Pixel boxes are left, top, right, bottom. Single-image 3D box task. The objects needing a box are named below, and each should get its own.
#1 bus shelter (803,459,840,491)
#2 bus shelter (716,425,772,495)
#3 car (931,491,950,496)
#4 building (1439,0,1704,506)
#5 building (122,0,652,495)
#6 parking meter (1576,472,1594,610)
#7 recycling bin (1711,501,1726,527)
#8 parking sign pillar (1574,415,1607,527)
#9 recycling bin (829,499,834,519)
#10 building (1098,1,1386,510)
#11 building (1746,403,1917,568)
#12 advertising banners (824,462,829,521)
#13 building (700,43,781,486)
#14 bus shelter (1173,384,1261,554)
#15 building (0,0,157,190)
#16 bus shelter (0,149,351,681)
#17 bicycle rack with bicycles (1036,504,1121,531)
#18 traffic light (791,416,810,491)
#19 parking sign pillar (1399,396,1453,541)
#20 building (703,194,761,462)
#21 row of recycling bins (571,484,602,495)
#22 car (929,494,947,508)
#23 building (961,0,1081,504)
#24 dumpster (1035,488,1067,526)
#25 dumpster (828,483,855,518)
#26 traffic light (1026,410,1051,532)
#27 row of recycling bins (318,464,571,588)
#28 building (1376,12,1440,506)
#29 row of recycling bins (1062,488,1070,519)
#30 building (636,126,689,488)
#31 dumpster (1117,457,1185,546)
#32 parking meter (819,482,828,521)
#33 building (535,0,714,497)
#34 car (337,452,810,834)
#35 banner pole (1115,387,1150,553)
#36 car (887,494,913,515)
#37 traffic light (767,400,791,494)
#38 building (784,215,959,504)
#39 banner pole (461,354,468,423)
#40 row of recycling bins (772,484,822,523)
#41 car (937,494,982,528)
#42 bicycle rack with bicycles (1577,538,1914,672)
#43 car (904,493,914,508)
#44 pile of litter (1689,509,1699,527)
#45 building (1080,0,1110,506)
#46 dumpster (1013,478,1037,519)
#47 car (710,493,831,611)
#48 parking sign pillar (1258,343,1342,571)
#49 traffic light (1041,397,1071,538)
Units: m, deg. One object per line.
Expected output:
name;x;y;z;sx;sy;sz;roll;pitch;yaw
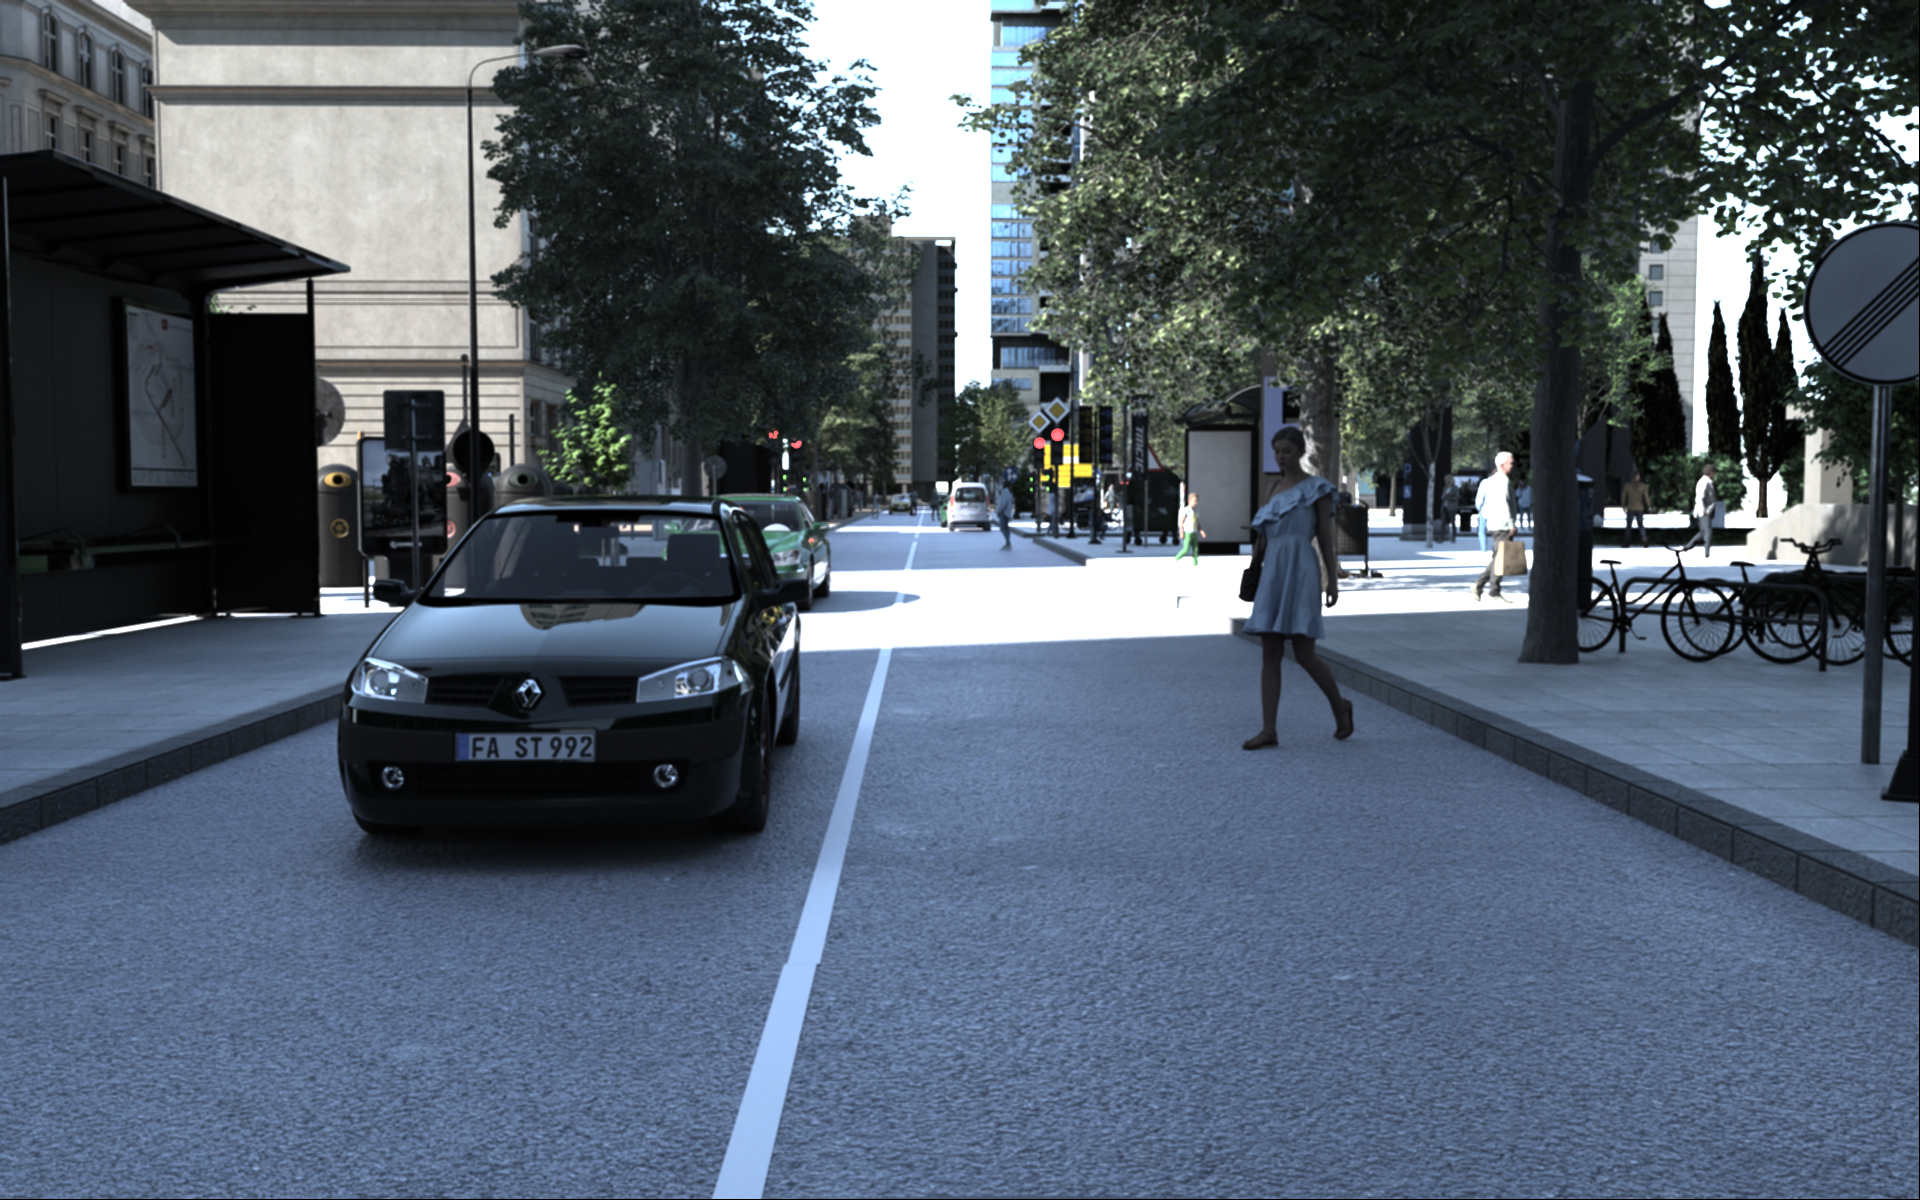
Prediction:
bus shelter;-8.163;-6.582;101.534;2.014;3.302;5.546;0;4;-1
bus shelter;-7.519;-4.329;62.065;1.731;3.624;6.357;0;4;-1
car;-2.274;-12.132;207.038;2.281;1.827;5.304;0;4;-2
building;65.860;-45.868;188.198;20.611;71.187;20.563;0;4;-1
building;-25.074;-15.304;83.497;16.112;22.955;30.059;0;4;-1
parking meter;6.851;-0.665;19.279;0.372;1.533;0.369;0;3;0
recycling bin;26.621;-2.981;61.287;0.722;1.027;0.722;1;4;9
parking sign pillar;21.287;-4.292;58.640;1.447;3.967;1.447;-2;4;-35
recycling bin;-6.908;-4.669;88.891;0.722;1.027;0.722;1;4;13
building;24.212;-32.702;154.293;23.786;49.044;30.456;0;4;-1
building;31.963;-20.484;26.789;32.217;40.220;23.993;0;4;-1
advertising banners;-6.266;-5.203;81.257;0.090;3.025;2.074;0;4;1
building;-34.651;-34.558;184.624;30.456;49.044;23.786;0;4;-1
bus shelter;5.611;-2.474;34.377;2.014;3.302;5.546;0;4;-1
building;-59.434;-18.298;75.593;44.131;29.872;17.030;0;4;-1
bus shelter;-7.094;-1.446;14.919;1.731;3.624;6.357;0;4;-1
bicycle rack with bicycles;4.517;-2.933;61.342;2.925;0.926;2.852;3;5;42
traffic light;-5.432;-4.215;57.844;0.839;4.253;0.868;0;4;-1
parking sign pillar;12.879;-3.625;47.743;1.447;3.967;1.447;-1;4;-21
building;-25.950;-23.761;160.198;14.160;30.474;14.107;0;4;-1
row of recycling bins;-13.799;-3.136;58.379;3.534;1.692;1.069;0;4;3
car;-2.065;-10.005;175.371;2.131;1.459;4.920;0;4;-3
building;15.605;-56.525;236.855;31.000;86.520;22.319;0;4;-1
dumpster;3.734;-3.998;71.120;1.264;1.857;1.865;0;4;-1
dumpster;-6.557;-5.426;94.481;1.264;1.857;1.865;0;4;-1
traffic light;2.627;-4.226;58.008;0.839;4.253;0.868;0;4;-1
row of recycling bins;-7.284;-1.023;23.833;3.534;1.692;1.069;0;4;8
building;45.171;-45.820;187.405;20.611;71.187;20.563;0;4;-1
row of recycling bins;5.365;-5.027;89.309;1.069;1.692;3.534;0;4;2
building;-24.735;-19.183;110.904;12.463;27.353;25.104;0;4;-1
dumpster;4.817;-2.520;43.698;1.502;2.255;1.985;0;4;-1
parking meter;-6.526;-4.705;82.643;0.399;1.863;0.255;-2;4;-31
building;-29.826;-43.013;141.509;20.563;71.187;20.611;0;4;-1
car;-1.722;0.075;8.563;2.009;1.686;4.222;0;4;-2
banner pole;3.815;-2.937;38.041;0.863;3.779;0.401;-2;4;-30
car;-4.142;-6.802;121.431;2.015;1.641;3.980;0;4;-2
traffic light;-5.285;-3.727;49.860;0.839;4.253;0.868;0;4;-1
building;-12.242;-33.750;243.690;23.993;40.220;32.217;0;4;-1
banner pole;-8.797;-2.497;30.845;0.401;3.779;0.863;-1;4;-15
row of recycling bins;-7.388;-4.042;73.198;3.534;1.692;1.069;2;4;27
car;0.087;-3.838;74.542;2.131;1.459;4.920;0;3;0
bicycle rack with bicycles;6.542;-0.008;13.510;2.852;0.926;2.925;-2;4;-28
car;-5.376;-10.101;174.735;1.945;1.707;3.694;0;4;1
pile of litter;20.710;-2.084;48.046;1.176;0.858;1.719;3;5;43
building;23.259;-39.222;183.270;21.231;58.520;28.212;0;4;-1
dumpster;3.398;-5.362;90.159;1.502;2.255;1.985;0;4;-1
car;-2.733;-0.673;22.802;2.131;1.459;4.920;0;4;0
parking sign pillar;5.634;-2.464;28.754;1.447;3.967;1.447;1;4;13
traffic light;2.775;-3.737;50.024;0.839;4.253;0.868;0;4;-1
